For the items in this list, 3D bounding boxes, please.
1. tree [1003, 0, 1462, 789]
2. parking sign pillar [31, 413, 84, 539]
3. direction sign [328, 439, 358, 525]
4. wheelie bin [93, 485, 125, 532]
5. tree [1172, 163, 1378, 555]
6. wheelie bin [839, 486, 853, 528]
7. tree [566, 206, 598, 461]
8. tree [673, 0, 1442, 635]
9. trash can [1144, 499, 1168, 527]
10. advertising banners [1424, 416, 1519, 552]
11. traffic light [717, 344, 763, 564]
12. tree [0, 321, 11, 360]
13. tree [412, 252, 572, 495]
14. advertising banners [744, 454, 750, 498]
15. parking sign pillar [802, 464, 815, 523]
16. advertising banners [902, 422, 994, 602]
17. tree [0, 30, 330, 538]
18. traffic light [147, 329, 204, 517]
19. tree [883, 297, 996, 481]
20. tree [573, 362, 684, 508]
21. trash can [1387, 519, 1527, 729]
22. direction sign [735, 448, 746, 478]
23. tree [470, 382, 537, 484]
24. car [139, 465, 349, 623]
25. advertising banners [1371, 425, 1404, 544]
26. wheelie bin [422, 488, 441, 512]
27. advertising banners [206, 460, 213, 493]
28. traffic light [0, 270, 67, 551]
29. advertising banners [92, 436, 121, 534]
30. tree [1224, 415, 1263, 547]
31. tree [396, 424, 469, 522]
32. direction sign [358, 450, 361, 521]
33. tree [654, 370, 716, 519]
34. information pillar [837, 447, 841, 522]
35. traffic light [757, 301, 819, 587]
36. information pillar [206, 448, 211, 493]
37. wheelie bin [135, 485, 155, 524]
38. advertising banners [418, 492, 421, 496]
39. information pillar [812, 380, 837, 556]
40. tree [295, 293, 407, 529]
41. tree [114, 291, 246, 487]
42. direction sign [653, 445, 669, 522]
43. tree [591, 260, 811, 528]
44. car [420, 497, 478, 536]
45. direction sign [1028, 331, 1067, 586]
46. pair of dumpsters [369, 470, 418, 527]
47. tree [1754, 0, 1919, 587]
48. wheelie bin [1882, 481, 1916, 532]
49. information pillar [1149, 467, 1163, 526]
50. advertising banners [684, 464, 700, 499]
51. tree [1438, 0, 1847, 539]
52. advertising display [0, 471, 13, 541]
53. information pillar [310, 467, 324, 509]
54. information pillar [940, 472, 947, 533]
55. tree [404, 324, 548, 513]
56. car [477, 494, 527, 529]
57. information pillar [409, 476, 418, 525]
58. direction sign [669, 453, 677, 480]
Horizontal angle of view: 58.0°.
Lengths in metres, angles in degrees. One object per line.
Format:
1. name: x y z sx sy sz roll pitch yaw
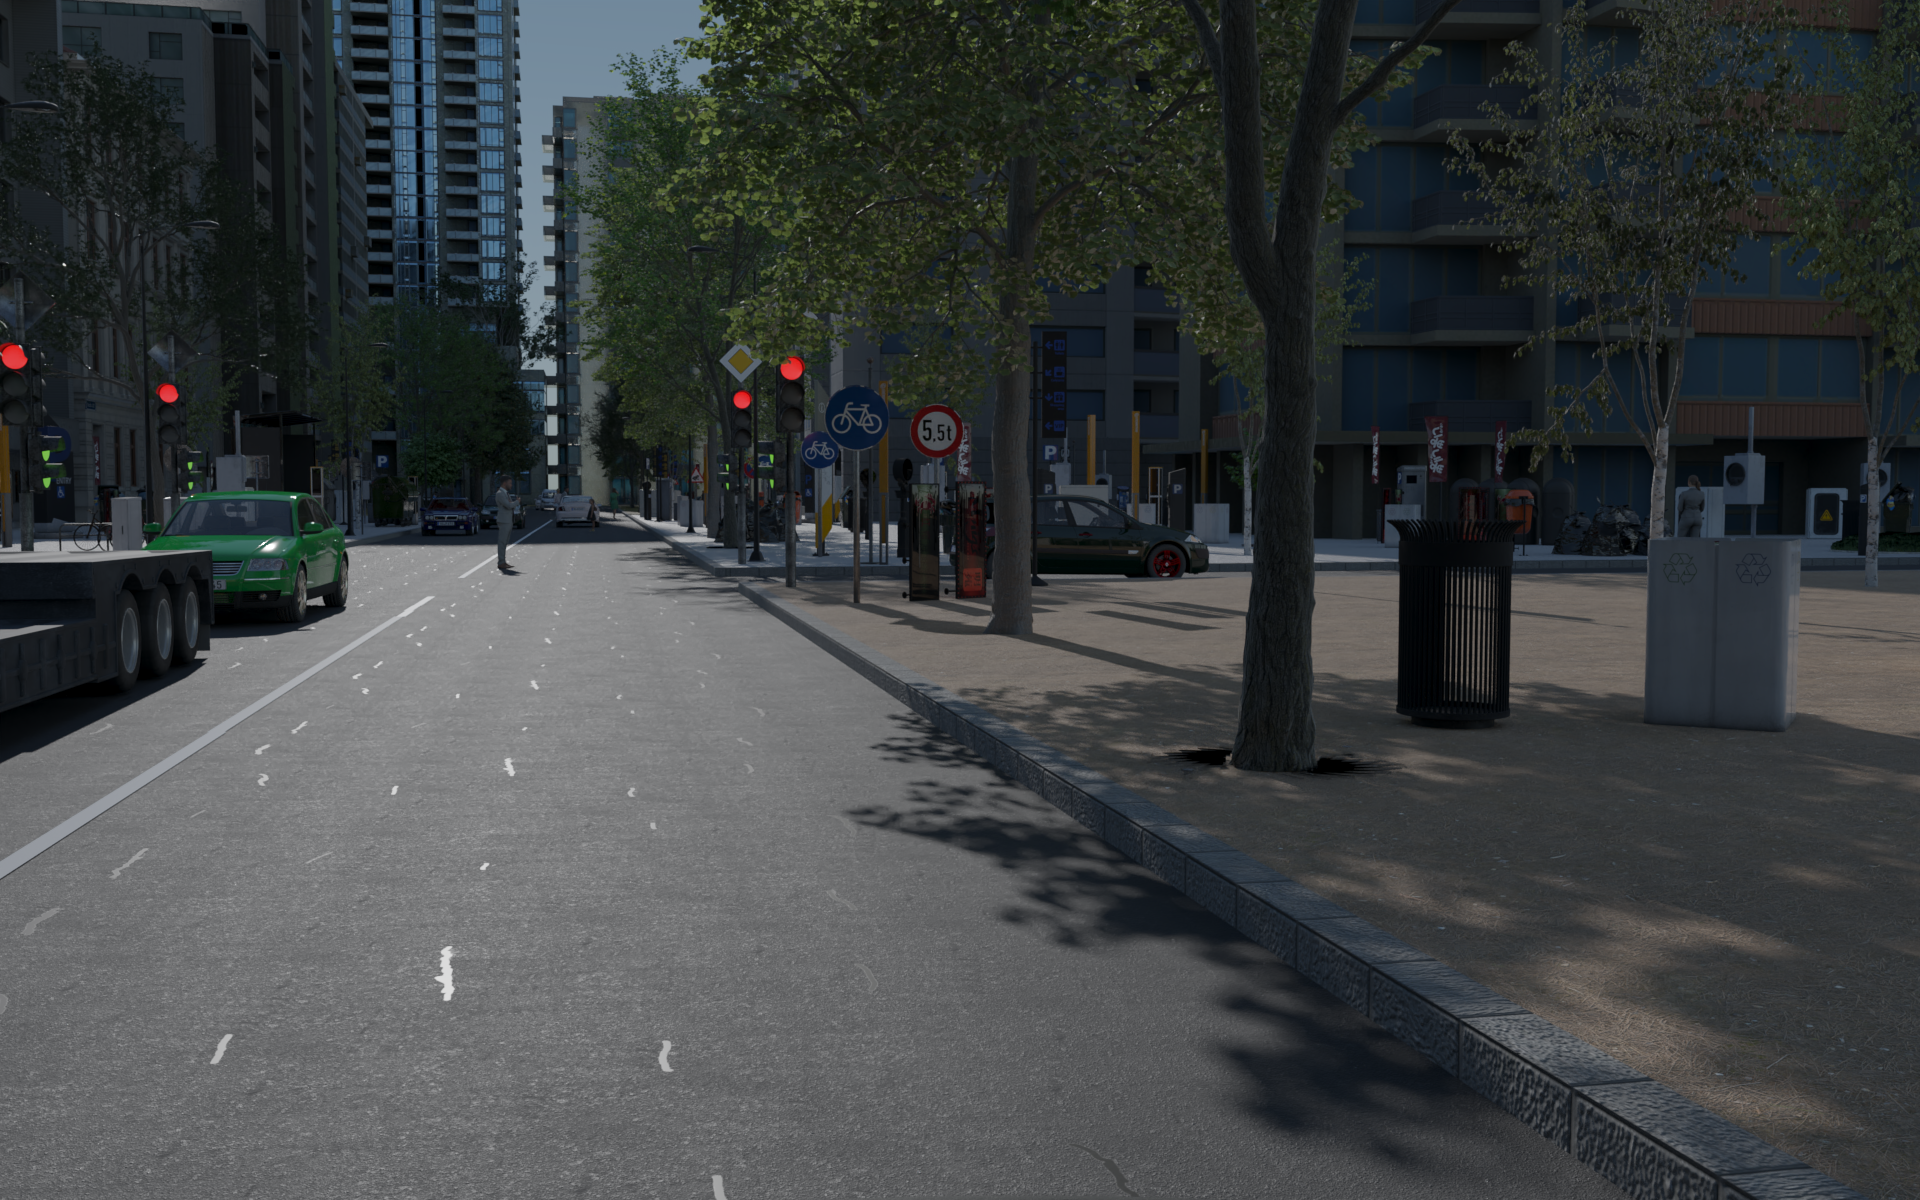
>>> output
1. tree: 1.446 -5.009 7.648 9.928 11.665 9.643 0 3 0
2. parking sign pillar: -26.124 -3.758 49.909 1.447 3.967 1.447 0 4 6
3. direction sign: -25.566 -4.878 71.759 0.876 3.537 0.379 -2 4 -30
4. wheelie bin: -29.104 -3.143 59.297 0.980 1.594 0.693 -2 4 -31
5. tree: 6.157 -5.236 35.965 4.737 8.622 4.395 0 3 0
6. wheelie bin: -4.203 -3.526 65.554 0.693 1.594 0.980 -1 4 -14
7. tree: -7.577 -8.071 50.088 7.486 12.596 7.792 0 3 0
8. tree: 0.830 -5.977 15.848 7.486 12.596 7.792 0 3 0
9. trash can: 5.642 -2.318 49.551 0.748 1.137 0.748 0 3 0
10. advertising banners: 11.375 -2.590 38.530 2.074 3.025 0.090 1 4 13
11. traffic light: -4.008 -2.610 31.591 0.839 4.253 0.868 -1 4 -12
12. tree: -11.425 -2.067 17.510 4.285 4.588 4.351 0 3 0
13. tree: -34.667 -16.977 133.464 12.611 20.169 13.585 0 3 0
14. advertising banners: -9.319 -4.868 75.778 0.090 3.025 2.074 0 4 -1
15. parking sign pillar: -6.329 -5.370 76.278 1.447 3.967 1.447 2 4 27
16. advertising banners: 0.111 -1.531 21.218 2.074 3.025 0.090 -3 5 -41
17. tree: -16.542 -6.168 35.253 7.601 10.594 8.767 2 4 26
18. traffic light: -13.408 -2.487 29.591 0.839 4.253 0.868 -1 4 -12
19. tree: -0.844 -6.770 61.055 4.737 8.622 4.395 0 3 0
20. tree: -30.160 -15.177 158.508 12.009 13.543 11.850 0 3 0
21. trash can: 2.748 0.124 9.630 0.748 1.137 0.748 0 3 0
22. direction sign: -10.882 -5.742 85.876 0.379 3.537 0.876 -3 5 -43
23. tree: -43.173 -14.919 162.059 7.486 12.596 7.792 0 3 0
24. car: -8.458 -0.718 20.538 1.959 1.807 4.718 -1 4 -10
25. advertising banners: 11.083 -2.984 44.975 0.090 3.025 2.074 3 4 38
26. wheelie bin: -26.475 -4.824 86.772 0.980 1.594 0.693 2 4 29
27. advertising banners: -39.028 -5.741 90.048 0.090 3.025 2.074 -2 4 -33
28. traffic light: -11.752 -2.010 21.778 0.839 4.253 0.868 -1 4 -12
29. advertising banners: -26.089 -3.472 52.962 0.090 3.025 2.074 0 4 -6
30. tree: 7.440 -2.932 42.532 1.663 3.219 1.824 0 3 0
31. tree: -24.731 -5.970 81.319 4.285 4.588 4.351 0 3 0
32. direction sign: -28.289 -5.454 81.172 0.379 3.537 0.876 -2 4 -34
33. tree: -14.584 -8.465 88.762 4.737 8.622 4.395 0 3 0
34. information pillar: -5.555 -5.349 78.810 0.183 3.616 0.504 2 4 25
35. traffic light: -2.352 -2.132 23.779 0.839 4.253 0.868 -1 4 -12
36. information pillar: -37.356 -5.795 86.107 0.183 3.616 0.504 -1 4 -13
37. wheelie bin: -28.587 -3.242 60.918 0.693 1.594 0.980 -3 4 -37
38. advertising banners: -30.981 -6.417 101.102 2.074 3.025 0.090 1 4 16
39. information pillar: -2.834 -2.720 35.825 0.183 3.616 0.504 2 4 33
40. tree: -22.268 -6.928 63.636 4.737 8.622 4.395 0 3 0
41. tree: -28.826 -6.952 64.031 4.737 8.622 4.395 0 3 0
42. direction sign: -13.924 -5.370 79.791 0.379 3.537 0.876 -3 4 -38
43. tree: -9.117 -7.986 64.985 7.601 10.594 8.767 -2 4 -24
44. car: -17.877 -2.944 60.716 1.945 1.354 3.894 -1 4 -12
45. direction sign: 1.047 -1.968 24.170 0.876 3.537 0.379 0 4 -1
46. pair of dumpsters: -22.494 -4.053 68.765 1.574 2.255 4.437 -1 4 -12
47. tree: 12.670 -4.473 23.494 4.737 8.622 4.395 0 3 0
48. wheelie bin: 23.119 -2.126 42.665 0.693 1.594 0.980 2 4 34
49. information pillar: 5.335 -2.617 47.281 0.304 2.012 0.304 1 4 22
50. advertising banners: -15.578 -6.393 100.708 0.090 3.025 2.074 -2 4 -34
51. tree: 7.691 -4.211 19.213 4.360 8.622 3.978 0 3 0
52. advertising display: -26.145 -2.543 46.794 0.974 1.923 0.123 -3 4 -37
53. information pillar: -17.348 -2.586 46.774 0.304 2.012 0.304 -1 4 -15
54. information pillar: -0.624 -3.225 57.219 0.304 2.012 0.304 -1 4 -20
55. tree: -32.810 -12.261 117.482 9.611 12.733 9.660 0 3 0
56. car: -18.983 -3.799 71.905 2.009 1.686 4.222 -1 4 -12
57. information pillar: -22.724 -4.128 71.988 0.304 2.012 0.304 0 4 1
58. direction sign: -15.936 -6.301 95.017 0.876 3.537 0.379 0 4 7
